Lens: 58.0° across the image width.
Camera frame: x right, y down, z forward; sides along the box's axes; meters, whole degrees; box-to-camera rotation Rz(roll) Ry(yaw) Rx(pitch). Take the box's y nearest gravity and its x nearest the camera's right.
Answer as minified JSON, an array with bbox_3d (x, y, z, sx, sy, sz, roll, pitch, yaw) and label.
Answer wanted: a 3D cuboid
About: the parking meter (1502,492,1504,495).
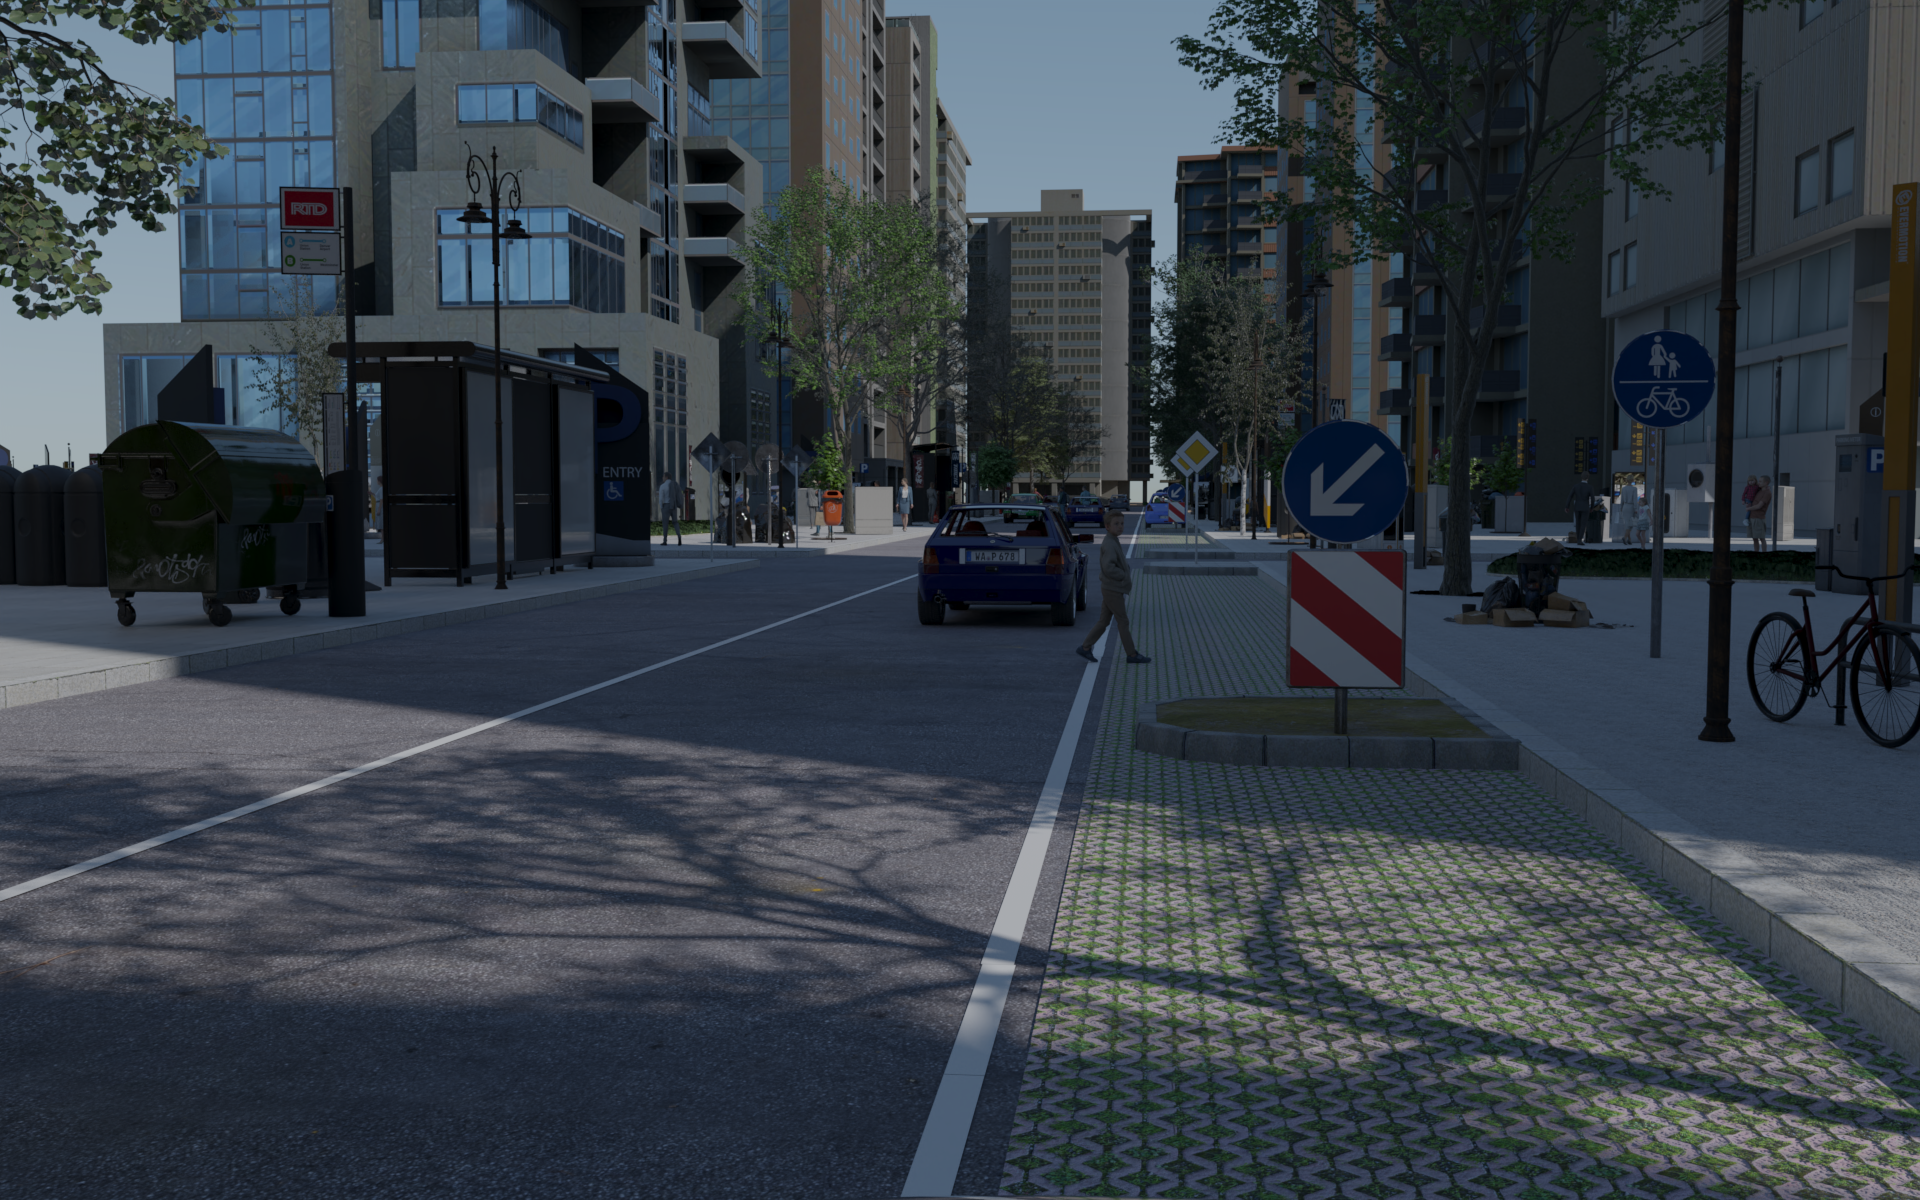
[{"bbox_3d":[20.655,-3.551,66.463,0.372,1.533,0.369,0,3,0],"label":"parking meter"}]

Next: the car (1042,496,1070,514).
[{"bbox_3d":[5.888,-5.837,108.019,1.945,1.354,3.894,0,4,6],"label":"car"}]

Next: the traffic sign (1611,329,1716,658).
[{"bbox_3d":[5.452,-0.819,13.502,0.768,2.556,0.104,1,4,9],"label":"traffic sign"}]

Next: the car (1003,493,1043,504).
[{"bbox_3d":[3.188,-4.739,86.274,1.959,1.807,4.718,0,4,7],"label":"car"}]

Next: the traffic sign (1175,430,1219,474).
[{"bbox_3d":[4.343,-1.801,31.629,0.795,2.593,0.064,0,4,6],"label":"traffic sign"}]

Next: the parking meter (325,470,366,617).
[{"bbox_3d":[-6.439,-0.596,18.155,0.372,1.533,0.369,0,3,0],"label":"parking meter"}]

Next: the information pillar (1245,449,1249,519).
[{"bbox_3d":[14.868,-5.976,89.059,0.504,3.616,0.183,3,5,40],"label":"information pillar"}]

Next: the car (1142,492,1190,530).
[{"bbox_3d":[8.383,-3.720,70.415,1.945,1.707,3.694,0,4,7],"label":"car"}]

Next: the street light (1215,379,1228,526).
[{"bbox_3d":[10.536,-5.945,69.990,0.468,5.910,1.993,0,4,6],"label":"street light"}]

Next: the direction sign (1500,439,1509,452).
[{"bbox_3d":[22.447,-4.862,71.490,0.379,3.537,0.876,0,4,-6],"label":"direction sign"}]

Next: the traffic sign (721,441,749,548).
[{"bbox_3d":[-5.418,-2.529,41.456,0.768,2.556,0.104,1,4,9],"label":"traffic sign"}]

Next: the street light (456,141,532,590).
[{"bbox_3d":[-6.183,-3.081,23.168,0.468,5.910,1.993,0,4,6],"label":"street light"}]

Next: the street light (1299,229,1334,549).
[{"bbox_3d":[6.193,-3.514,30.237,0.468,5.910,1.993,0,4,6],"label":"street light"}]

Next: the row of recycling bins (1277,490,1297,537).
[{"bbox_3d":[10.846,-2.751,52.085,3.534,1.692,1.069,-3,4,-37],"label":"row of recycling bins"}]

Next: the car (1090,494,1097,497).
[{"bbox_3d":[12.679,-9.847,169.796,1.959,1.807,4.718,0,4,5],"label":"car"}]

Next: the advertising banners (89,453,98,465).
[{"bbox_3d":[-37.718,-4.762,74.050,2.074,3.025,0.090,0,4,-1],"label":"advertising banners"}]

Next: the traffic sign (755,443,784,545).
[{"bbox_3d":[-4.781,-2.650,43.427,0.768,2.556,0.104,1,4,14],"label":"traffic sign"}]

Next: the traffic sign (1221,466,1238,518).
[{"bbox_3d":[9.637,-3.660,61.969,0.606,2.300,0.079,1,4,15],"label":"traffic sign"}]

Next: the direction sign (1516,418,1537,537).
[{"bbox_3d":[17.002,-3.673,52.051,0.876,3.537,0.379,-2,4,-34],"label":"direction sign"}]

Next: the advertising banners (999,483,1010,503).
[{"bbox_3d":[2.444,-6.945,109.742,2.074,3.025,0.090,-2,4,-32],"label":"advertising banners"}]

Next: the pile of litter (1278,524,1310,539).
[{"bbox_3d":[9.955,-2.177,49.563,1.176,0.858,1.719,-3,4,-38],"label":"pile of litter"}]

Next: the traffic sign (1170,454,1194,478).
[{"bbox_3d":[5.205,-2.286,39.568,0.795,2.593,0.064,0,4,6],"label":"traffic sign"}]

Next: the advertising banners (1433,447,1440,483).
[{"bbox_3d":[17.889,-4.126,63.643,0.090,3.025,2.074,-1,4,-15],"label":"advertising banners"}]

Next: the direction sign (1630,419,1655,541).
[{"bbox_3d":[18.878,-3.406,47.681,0.876,3.537,0.379,0,4,-4],"label":"direction sign"}]

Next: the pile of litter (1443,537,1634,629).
[{"bbox_3d":[5.671,-0.185,16.997,1.719,0.858,1.176,3,5,45],"label":"pile of litter"}]

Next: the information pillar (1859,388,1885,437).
[{"bbox_3d":[19.909,-2.844,37.860,0.504,3.616,0.183,3,5,40],"label":"information pillar"}]

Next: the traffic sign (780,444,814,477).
[{"bbox_3d":[-3.834,-2.347,40.566,0.795,2.593,0.064,0,4,6],"label":"traffic sign"}]

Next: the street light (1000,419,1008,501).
[{"bbox_3d":[2.720,-8.100,105.221,0.468,5.910,1.993,0,4,6],"label":"street light"}]

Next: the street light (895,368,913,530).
[{"bbox_3d":[-2.008,-5.482,62.410,0.468,5.910,1.993,0,4,6],"label":"street light"}]

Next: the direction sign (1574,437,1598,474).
[{"bbox_3d":[24.778,-4.685,68.590,0.876,3.537,0.379,2,4,32],"label":"direction sign"}]

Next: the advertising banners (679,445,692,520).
[{"bbox_3d":[-9.658,-3.971,61.113,0.090,3.025,2.074,0,4,4],"label":"advertising banners"}]

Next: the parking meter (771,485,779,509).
[{"bbox_3d":[-5.399,-2.580,50.590,0.372,1.533,0.369,0,3,0],"label":"parking meter"}]

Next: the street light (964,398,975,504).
[{"bbox_3d":[0.422,-6.788,83.775,0.468,5.910,1.993,0,4,6],"label":"street light"}]

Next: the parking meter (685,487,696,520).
[{"bbox_3d":[-9.766,-3.324,62.757,0.372,1.533,0.369,0,3,0],"label":"parking meter"}]

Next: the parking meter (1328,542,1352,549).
[{"bbox_3d":[5.939,-1.141,27.058,0.372,1.533,0.369,0,3,0],"label":"parking meter"}]

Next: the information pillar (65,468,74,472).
[{"bbox_3d":[-24.955,-2.688,48.444,0.304,2.012,0.304,-1,4,-14],"label":"information pillar"}]

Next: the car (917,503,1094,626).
[{"bbox_3d":[0.568,-0.468,20.225,1.945,1.354,3.894,0,4,7],"label":"car"}]

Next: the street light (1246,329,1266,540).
[{"bbox_3d":[8.280,-4.637,48.606,0.468,5.910,1.993,0,4,6],"label":"street light"}]

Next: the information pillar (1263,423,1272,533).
[{"bbox_3d":[10.155,-4.028,57.210,0.183,3.616,0.504,0,4,-5],"label":"information pillar"}]

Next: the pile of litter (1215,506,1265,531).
[{"bbox_3d":[9.776,-2.839,60.384,1.719,0.858,1.176,1,4,18],"label":"pile of litter"}]

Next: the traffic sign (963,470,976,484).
[{"bbox_3d":[0.487,-5.589,91.479,0.768,2.556,0.104,1,4,16],"label":"traffic sign"}]

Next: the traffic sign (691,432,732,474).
[{"bbox_3d":[-4.696,-1.862,32.628,0.795,2.593,0.064,0,4,6],"label":"traffic sign"}]

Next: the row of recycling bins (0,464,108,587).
[{"bbox_3d":[-12.390,-1.055,24.370,3.534,1.692,1.069,1,4,16],"label":"row of recycling bins"}]

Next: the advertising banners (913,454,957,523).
[{"bbox_3d":[-1.109,-4.904,76.376,2.074,3.025,0.090,1,4,18],"label":"advertising banners"}]

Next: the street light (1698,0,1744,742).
[{"bbox_3d":[3.945,-2.206,8.852,0.468,5.910,1.993,0,4,6],"label":"street light"}]

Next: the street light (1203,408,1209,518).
[{"bbox_3d":[12.953,-7.252,91.356,0.468,5.910,1.993,0,4,6],"label":"street light"}]

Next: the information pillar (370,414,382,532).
[{"bbox_3d":[-17.008,-3.623,50.596,0.504,3.616,0.183,2,4,29],"label":"information pillar"}]

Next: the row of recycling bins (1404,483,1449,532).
[{"bbox_3d":[15.290,-3.162,58.805,3.534,1.692,1.069,-2,4,-26],"label":"row of recycling bins"}]

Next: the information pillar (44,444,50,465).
[{"bbox_3d":[-42.774,-5.496,81.218,0.183,3.616,0.504,-3,5,-41],"label":"information pillar"}]

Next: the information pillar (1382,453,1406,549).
[{"bbox_3d":[7.693,-1.606,30.746,0.304,2.012,0.304,3,4,36],"label":"information pillar"}]

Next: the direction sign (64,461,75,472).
[{"bbox_3d":[-61.252,-7.779,119.188,0.379,3.537,0.876,1,4,16],"label":"direction sign"}]

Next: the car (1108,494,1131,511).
[{"bbox_3d":[13.583,-8.298,147.677,2.014,1.417,4.499,0,4,7],"label":"car"}]

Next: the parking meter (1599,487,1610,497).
[{"bbox_3d":[23.945,-3.425,64.405,0.372,1.533,0.369,0,3,0],"label":"parking meter"}]

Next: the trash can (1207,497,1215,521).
[{"bbox_3d":[12.298,-4.417,83.871,0.748,1.137,0.748,0,3,0],"label":"trash can"}]

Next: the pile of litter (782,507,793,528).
[{"bbox_3d":[-6.641,-2.925,61.793,1.176,0.858,1.719,3,5,39],"label":"pile of litter"}]

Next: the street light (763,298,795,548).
[{"bbox_3d":[-4.259,-4.174,41.026,0.468,5.910,1.993,0,4,6],"label":"street light"}]

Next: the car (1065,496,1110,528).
[{"bbox_3d":[5.426,-3.758,74.030,1.945,1.354,3.894,0,4,7],"label":"car"}]

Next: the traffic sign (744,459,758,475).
[{"bbox_3d":[-6.035,-2.939,48.059,0.884,2.594,0.081,1,4,12],"label":"traffic sign"}]
